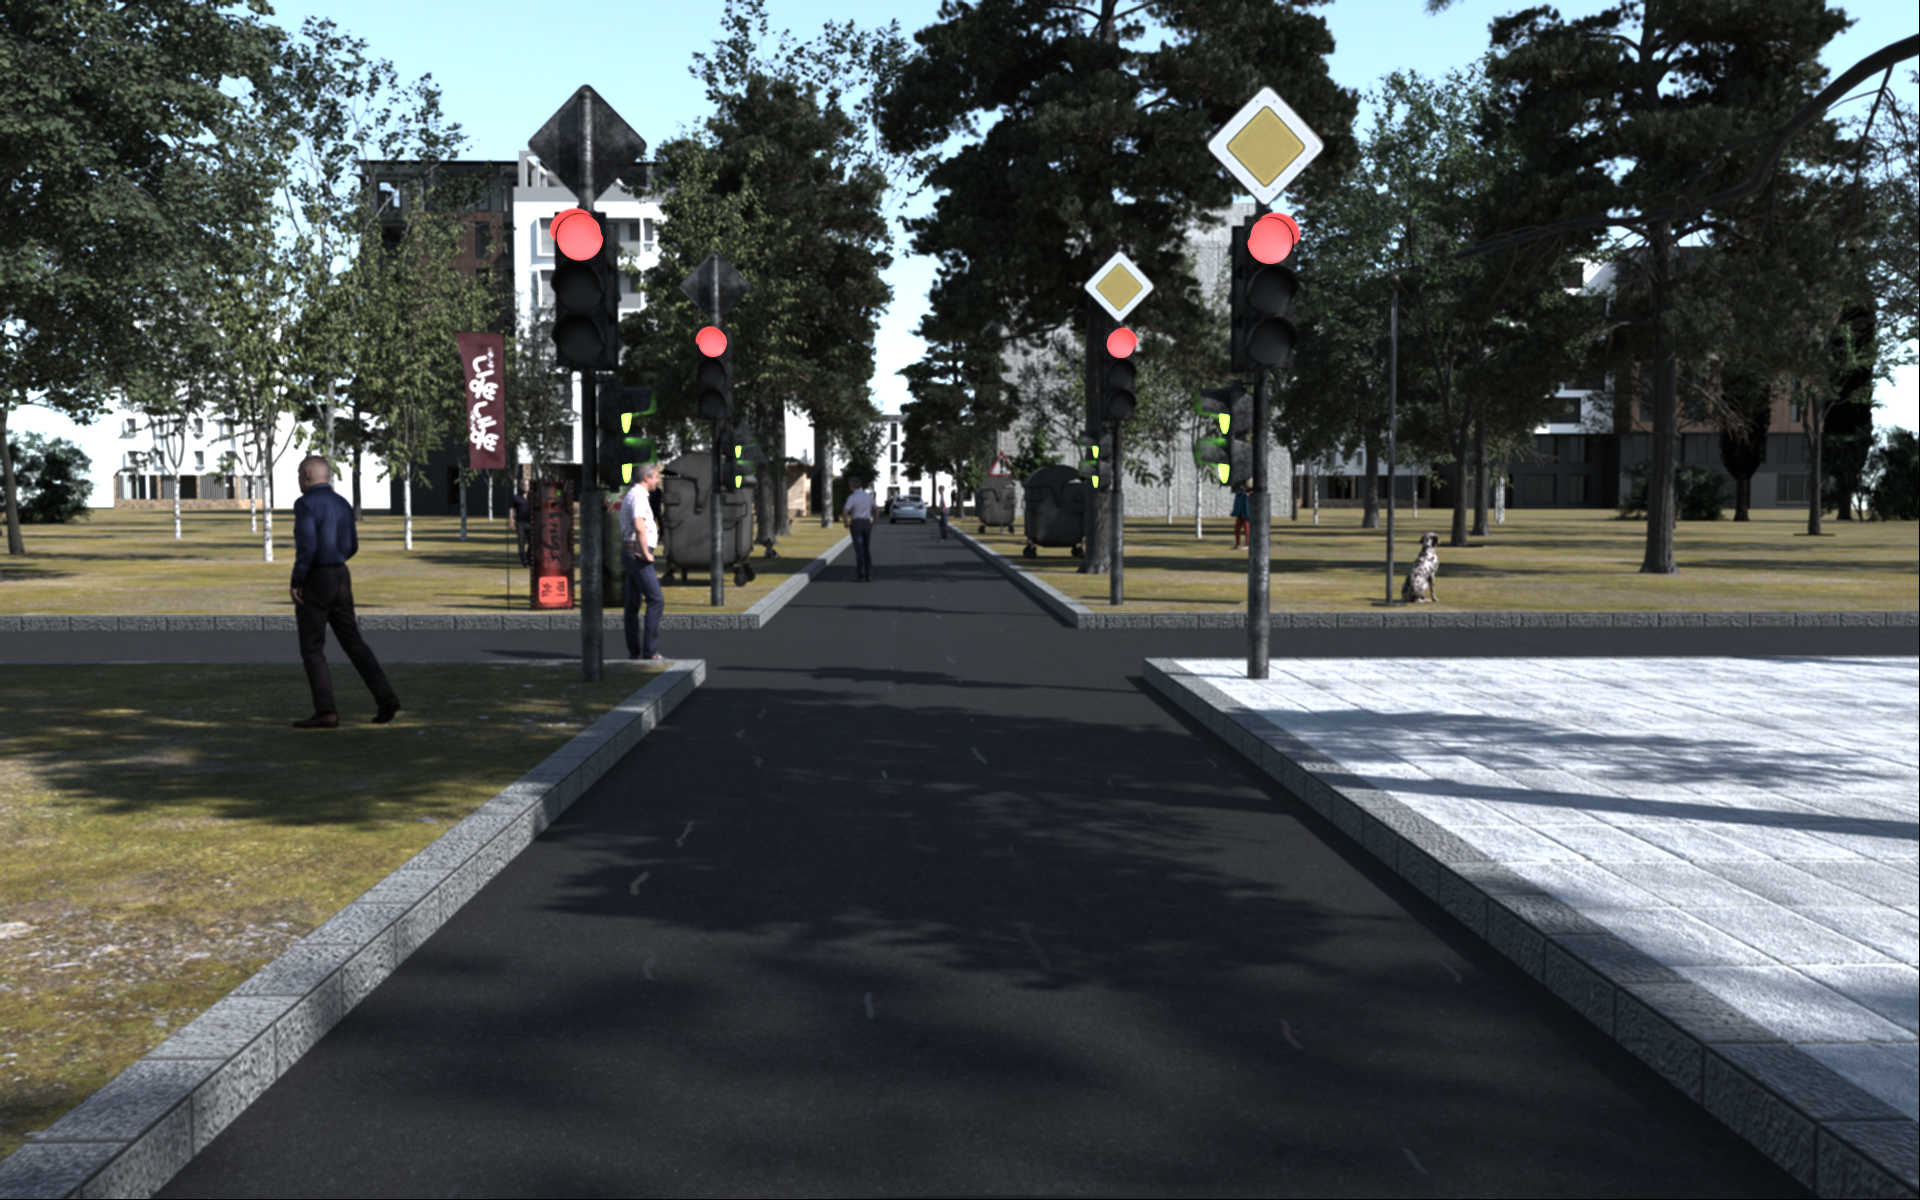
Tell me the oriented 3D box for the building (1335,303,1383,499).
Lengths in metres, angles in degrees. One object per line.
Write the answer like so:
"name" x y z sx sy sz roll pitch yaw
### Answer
"building" 28.101 -21.529 195.980 32.646 21.610 27.936 0 4 -2

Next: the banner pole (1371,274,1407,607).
"banner pole" 4.875 -1.808 19.582 0.401 3.779 0.863 1 4 15

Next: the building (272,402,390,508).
"building" -48.895 -13.482 162.579 28.070 9.664 9.099 0 4 -2

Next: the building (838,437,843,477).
"building" -16.691 -18.552 159.746 11.380 20.091 16.016 0 4 -2

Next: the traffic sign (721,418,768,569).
"traffic sign" -3.730 -1.819 29.739 0.884 2.594 0.081 0 4 5

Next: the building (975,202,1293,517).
"building" 9.981 -15.105 113.420 16.747 18.905 31.486 0 4 -2

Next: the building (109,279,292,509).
"building" -68.911 -18.496 158.824 11.380 20.091 16.016 0 4 -2

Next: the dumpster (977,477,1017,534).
"dumpster" 1.213 -3.096 56.377 1.264 1.857 1.865 0 4 -2

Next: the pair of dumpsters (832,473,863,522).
"pair of dumpsters" -5.258 -4.740 79.993 1.574 2.255 4.436 0 4 -2

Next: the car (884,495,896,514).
"car" -4.491 -6.797 123.703 1.945 1.354 3.894 0 4 0

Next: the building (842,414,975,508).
"building" -2.108 -14.958 186.707 28.070 9.664 9.099 0 4 -2

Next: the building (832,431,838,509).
"building" -18.694 -17.655 145.071 16.016 20.091 11.380 0 4 -2

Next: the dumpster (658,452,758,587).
"dumpster" -3.573 -1.154 24.620 1.264 1.857 1.865 0 4 -2

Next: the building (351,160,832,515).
"building" -23.695 -17.058 122.877 27.936 21.610 32.646 0 4 -2

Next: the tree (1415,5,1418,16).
"tree" 4.212 -5.129 5.922 6.751 12.117 7.091 0 3 0

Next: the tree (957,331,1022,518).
"tree" -0.016 -10.459 93.053 6.751 12.117 7.091 0 3 0

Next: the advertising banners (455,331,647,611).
"advertising banners" -4.475 -1.400 19.077 2.074 3.025 0.090 -2 4 -27

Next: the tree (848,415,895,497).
"tree" -7.664 -12.033 147.101 4.360 8.622 3.978 0 3 0

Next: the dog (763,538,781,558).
"dog" -3.768 -1.058 35.031 0.550 0.427 0.748 3 5 42

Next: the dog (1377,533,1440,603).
"dog" 5.372 -0.384 20.657 0.800 0.831 0.513 0 4 1

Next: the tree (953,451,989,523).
"tree" 0.411 -5.107 78.096 1.663 3.219 1.824 0 3 0

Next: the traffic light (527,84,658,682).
"traffic light" -2.504 -1.378 11.771 0.839 4.213 0.868 0 4 -2

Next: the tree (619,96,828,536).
"tree" -5.808 -8.924 53.330 7.806 13.903 7.818 0 3 0

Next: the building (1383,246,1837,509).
"building" 58.471 -19.132 156.787 32.646 21.610 27.936 0 4 -2

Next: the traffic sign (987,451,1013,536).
"traffic sign" 1.261 -3.219 52.629 0.884 2.594 0.081 0 4 -1

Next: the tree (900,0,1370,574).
"tree" 2.421 -7.374 27.987 7.806 13.903 7.818 0 3 0

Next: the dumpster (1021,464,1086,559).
"dumpster" 1.906 -1.771 34.716 1.264 1.857 1.865 0 4 -2

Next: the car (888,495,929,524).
"car" -2.524 -4.435 84.507 2.014 1.417 4.499 0 4 -1

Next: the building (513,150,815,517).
"building" -16.480 -14.922 100.398 16.016 20.091 11.380 0 4 -2

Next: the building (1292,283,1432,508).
"building" 36.294 -18.657 161.466 11.380 20.091 16.016 0 4 -2

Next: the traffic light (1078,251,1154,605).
"traffic light" 1.792 -1.876 19.917 0.839 4.213 0.868 0 4 -2

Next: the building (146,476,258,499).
"building" -71.273 -14.830 184.610 28.070 9.664 9.099 0 4 -2

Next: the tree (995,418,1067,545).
"tree" 1.999 -3.030 44.142 1.663 3.219 1.824 0 3 0

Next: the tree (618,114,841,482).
"tree" -4.669 -5.110 33.904 4.737 8.622 4.395 0 3 0

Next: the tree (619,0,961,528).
"tree" -6.138 -12.878 66.437 12.611 20.169 13.585 0 3 0

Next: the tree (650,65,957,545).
"tree" -4.994 -7.436 43.640 6.751 12.117 7.091 0 3 0

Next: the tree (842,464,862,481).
"tree" -7.146 -7.031 109.566 1.663 3.219 1.824 0 3 0

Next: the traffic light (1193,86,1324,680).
"traffic light" 2.054 -1.388 11.936 0.839 4.213 0.868 0 4 -2

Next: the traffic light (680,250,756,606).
"traffic light" -2.766 -1.866 19.752 0.839 4.213 0.868 0 4 -2

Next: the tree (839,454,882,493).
"tree" -7.947 -9.438 138.026 4.285 4.588 4.351 0 3 0

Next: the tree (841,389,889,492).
"tree" -6.589 -10.086 115.270 4.737 8.622 4.395 0 3 0
